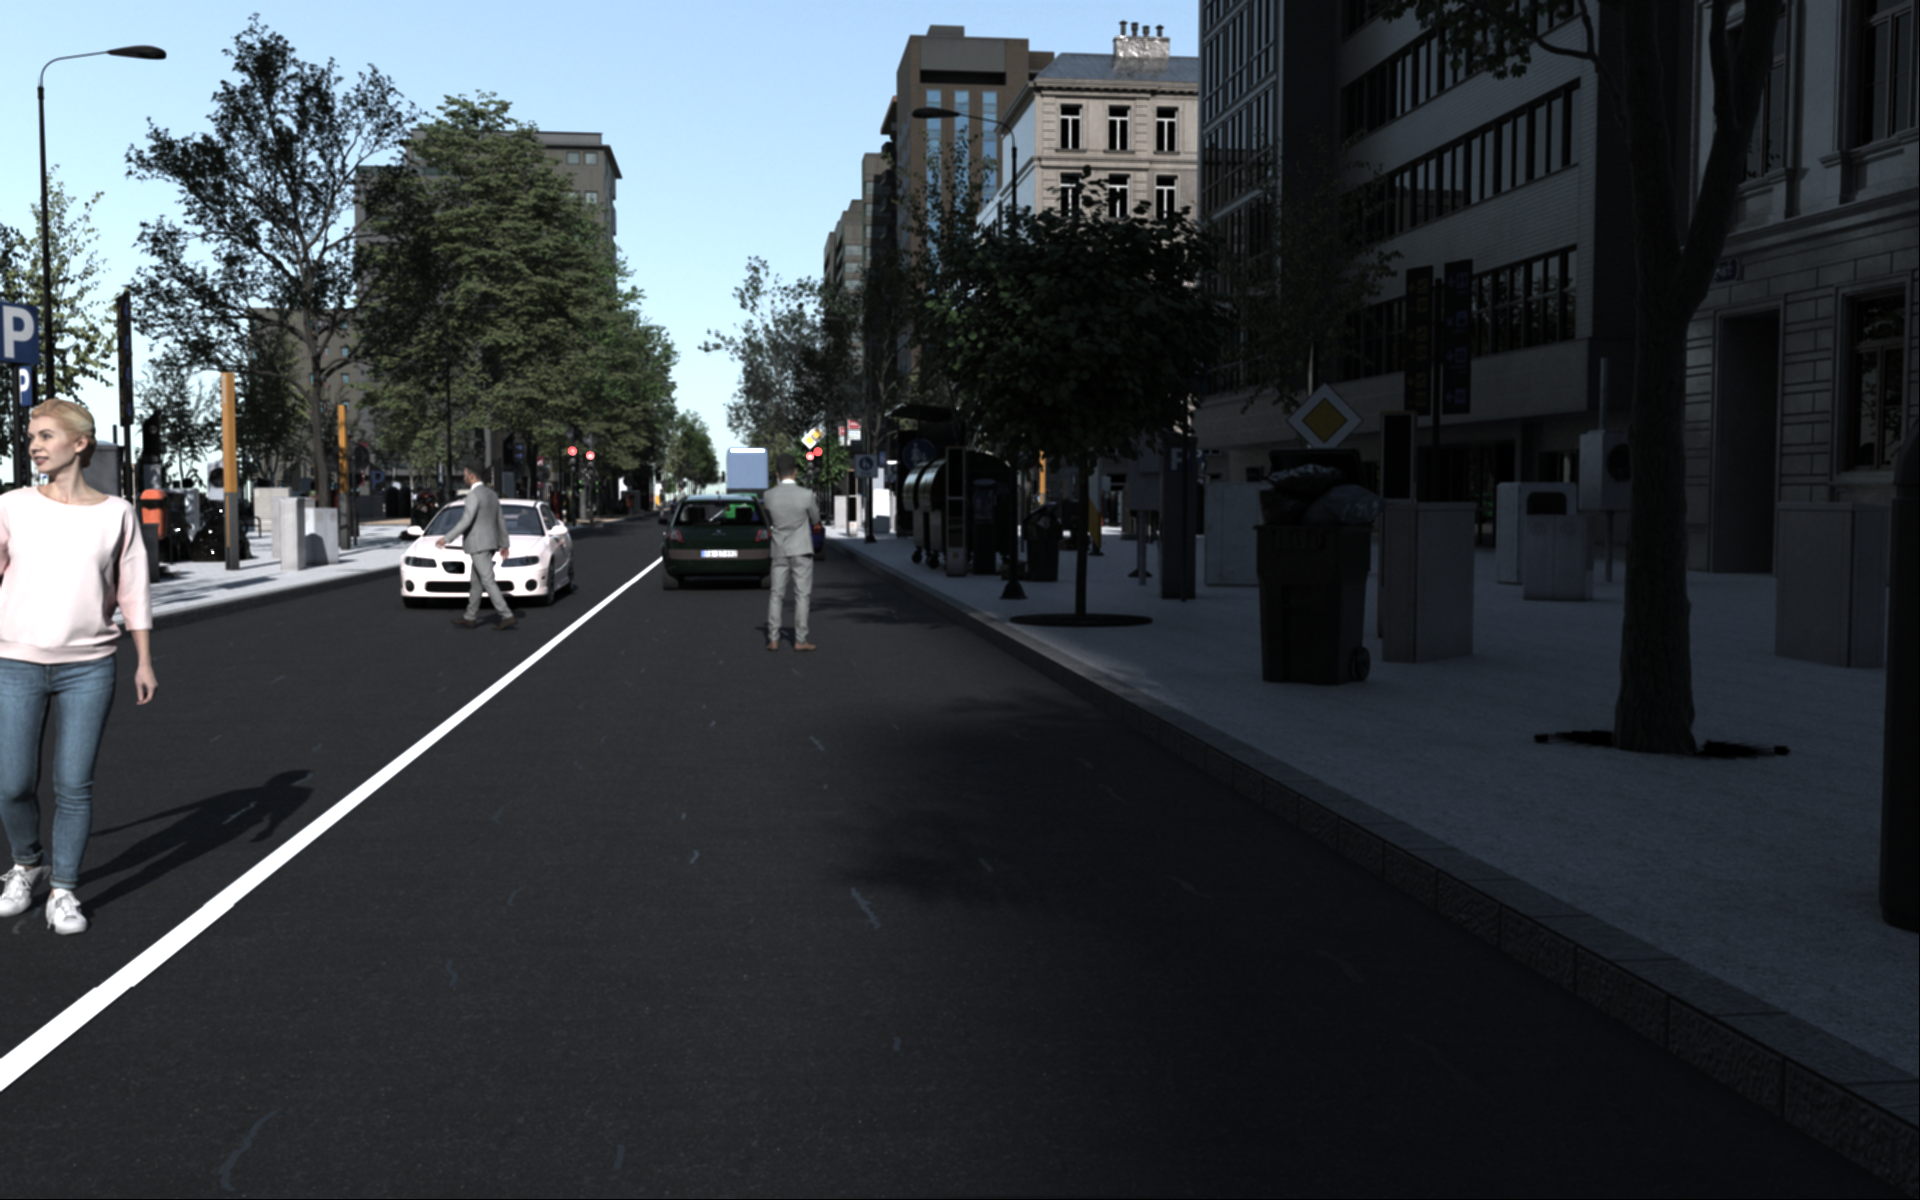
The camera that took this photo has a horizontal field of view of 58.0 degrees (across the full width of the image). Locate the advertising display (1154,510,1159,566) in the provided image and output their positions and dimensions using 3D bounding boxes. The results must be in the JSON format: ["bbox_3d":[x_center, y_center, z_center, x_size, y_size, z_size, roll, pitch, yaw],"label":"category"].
[{"bbox_3d":[3.580,-1.560,30.724,0.123,1.923,0.974,0,4,2],"label":"advertising display"}]

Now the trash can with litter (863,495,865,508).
[{"bbox_3d":[-8.076,-8.664,153.050,1.055,1.170,0.624,1,4,9],"label":"trash can with litter"}]

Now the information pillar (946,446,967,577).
[{"bbox_3d":[-0.052,-1.368,26.864,0.304,2.012,0.304,0,4,6],"label":"information pillar"}]

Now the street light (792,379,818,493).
[{"bbox_3d":[-5.873,-5.946,69.752,1.470,5.913,1.316,0,4,-7],"label":"street light"}]

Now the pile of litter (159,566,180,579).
[{"bbox_3d":[-12.733,-0.772,26.591,1.719,0.858,1.176,3,5,43],"label":"pile of litter"}]

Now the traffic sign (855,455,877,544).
[{"bbox_3d":[-2.406,-2.585,44.393,0.606,2.300,0.079,0,4,-6],"label":"traffic sign"}]

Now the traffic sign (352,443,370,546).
[{"bbox_3d":[-15.021,-2.620,42.948,0.768,2.556,0.104,0,4,-5],"label":"traffic sign"}]

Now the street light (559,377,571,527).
[{"bbox_3d":[-14.993,-5.798,67.341,1.470,5.913,1.316,0,4,-7],"label":"street light"}]

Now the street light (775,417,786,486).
[{"bbox_3d":[-10.163,-8.038,103.963,1.470,5.913,1.316,0,4,-7],"label":"street light"}]

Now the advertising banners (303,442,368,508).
[{"bbox_3d":[-20.928,-3.787,58.112,2.074,3.025,0.090,-2,4,-25],"label":"advertising banners"}]

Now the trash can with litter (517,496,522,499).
[{"bbox_3d":[-29.417,-6.314,114.620,1.055,1.170,0.624,3,5,40],"label":"trash can with litter"}]

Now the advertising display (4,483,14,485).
[{"bbox_3d":[-52.753,-5.584,96.504,0.974,1.923,0.123,0,4,6],"label":"advertising display"}]

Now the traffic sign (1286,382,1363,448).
[{"bbox_3d":[3.749,-1.021,17.885,0.795,2.450,0.064,0,4,1],"label":"traffic sign"}]

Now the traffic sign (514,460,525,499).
[{"bbox_3d":[-16.746,-3.981,65.200,0.768,2.556,0.104,0,4,0],"label":"traffic sign"}]

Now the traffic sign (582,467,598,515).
[{"bbox_3d":[-17.113,-4.894,80.125,0.768,2.556,0.104,0,4,-6],"label":"traffic sign"}]

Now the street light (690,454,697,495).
[{"bbox_3d":[-31.711,-14.000,201.448,1.470,5.913,1.316,0,4,-7],"label":"street light"}]

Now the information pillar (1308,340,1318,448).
[{"bbox_3d":[5.419,-2.158,26.645,0.183,3.616,0.504,0,4,4],"label":"information pillar"}]

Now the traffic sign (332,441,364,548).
[{"bbox_3d":[-14.646,-2.529,41.458,0.768,2.556,0.104,0,4,1],"label":"traffic sign"}]

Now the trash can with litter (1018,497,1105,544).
[{"bbox_3d":[2.530,-2.056,44.667,2.233,1.210,1.678,1,4,17],"label":"trash can with litter"}]

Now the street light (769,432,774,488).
[{"bbox_3d":[-13.161,-9.515,128.106,1.470,5.913,1.316,0,4,-7],"label":"street light"}]

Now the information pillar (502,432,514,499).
[{"bbox_3d":[-16.814,-4.472,64.478,0.183,3.616,0.504,3,4,38],"label":"information pillar"}]

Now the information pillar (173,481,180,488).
[{"bbox_3d":[-42.741,-5.507,94.525,0.304,2.012,0.304,0,4,-2],"label":"information pillar"}]

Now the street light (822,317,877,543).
[{"bbox_3d":[-2.905,-4.469,45.605,1.470,5.913,1.316,0,4,-7],"label":"street light"}]

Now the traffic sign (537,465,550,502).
[{"bbox_3d":[-18.357,-4.640,75.977,0.768,2.556,0.104,0,4,2],"label":"traffic sign"}]

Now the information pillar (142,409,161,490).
[{"bbox_3d":[-22.399,-3.468,48.061,0.504,3.616,0.183,0,4,7],"label":"information pillar"}]

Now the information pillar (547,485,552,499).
[{"bbox_3d":[-31.547,-7.866,133.093,0.304,2.012,0.304,-2,4,-35],"label":"information pillar"}]

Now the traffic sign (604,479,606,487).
[{"bbox_3d":[-27.693,-8.341,136.483,0.768,2.556,0.104,0,4,-6],"label":"traffic sign"}]

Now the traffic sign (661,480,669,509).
[{"bbox_3d":[-25.770,-9.244,151.250,0.768,2.556,0.104,0,4,1],"label":"traffic sign"}]

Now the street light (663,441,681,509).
[{"bbox_3d":[-25.548,-11.000,152.389,1.470,5.913,1.316,0,4,-7],"label":"street light"}]

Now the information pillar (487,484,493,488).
[{"bbox_3d":[-33.254,-7.225,122.624,0.304,2.012,0.304,1,4,22],"label":"information pillar"}]

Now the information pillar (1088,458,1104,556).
[{"bbox_3d":[2.806,-2.740,36.147,0.183,3.616,0.504,-2,4,-27],"label":"information pillar"}]

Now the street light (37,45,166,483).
[{"bbox_3d":[-8.924,-2.783,18.037,1.470,5.913,1.316,0,4,-7],"label":"street light"}]

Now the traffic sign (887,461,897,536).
[{"bbox_3d":[-1.940,-3.124,53.205,0.606,2.300,0.079,0,4,1],"label":"traffic sign"}]

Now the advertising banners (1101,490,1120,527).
[{"bbox_3d":[5.548,-4.420,68.452,0.090,3.025,2.074,-3,5,-40],"label":"advertising banners"}]

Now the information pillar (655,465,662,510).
[{"bbox_3d":[-23.945,-8.946,137.615,0.504,3.616,0.183,-1,4,-14],"label":"information pillar"}]

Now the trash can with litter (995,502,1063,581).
[{"bbox_3d":[0.997,-0.866,25.549,1.055,1.170,0.624,3,4,36],"label":"trash can with litter"}]

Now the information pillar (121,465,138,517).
[{"bbox_3d":[-20.823,-2.382,43.444,0.304,2.012,0.304,-1,4,-15],"label":"information pillar"}]

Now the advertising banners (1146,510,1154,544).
[{"bbox_3d":[4.909,-3.015,45.476,0.090,3.025,2.074,0,4,-1],"label":"advertising banners"}]

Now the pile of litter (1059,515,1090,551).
[{"bbox_3d":[2.477,-1.583,39.847,1.176,0.858,1.719,1,4,19],"label":"pile of litter"}]

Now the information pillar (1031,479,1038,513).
[{"bbox_3d":[3.710,-5.016,86.502,0.304,2.012,0.304,-1,4,-16],"label":"information pillar"}]

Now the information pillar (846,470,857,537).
[{"bbox_3d":[-3.275,-2.933,52.441,0.304,2.012,0.304,-1,4,-10],"label":"information pillar"}]

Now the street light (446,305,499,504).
[{"bbox_3d":[-12.034,-4.289,42.662,1.470,5.913,1.316,0,4,-7],"label":"street light"}]

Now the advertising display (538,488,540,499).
[{"bbox_3d":[-34.179,-8.213,139.503,0.974,1.923,0.123,2,4,34],"label":"advertising display"}]

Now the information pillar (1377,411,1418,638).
[{"bbox_3d":[3.904,-0.671,15.457,0.304,2.012,0.304,1,4,19],"label":"information pillar"}]

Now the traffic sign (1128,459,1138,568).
[{"bbox_3d":[2.944,-1.725,28.305,0.768,2.556,0.104,0,4,2],"label":"traffic sign"}]

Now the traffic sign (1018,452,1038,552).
[{"bbox_3d":[1.379,-2.328,38.171,0.768,2.556,0.104,0,4,-4],"label":"traffic sign"}]

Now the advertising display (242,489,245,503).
[{"bbox_3d":[-54.805,-7.776,132.345,0.123,1.923,0.974,-2,4,-29],"label":"advertising display"}]

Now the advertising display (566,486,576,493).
[{"bbox_3d":[-32.224,-8.463,143.580,0.123,1.923,0.974,3,5,43],"label":"advertising display"}]

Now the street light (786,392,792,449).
[{"bbox_3d":[-7.036,-6.503,78.858,1.470,5.913,1.316,0,4,-7],"label":"street light"}]

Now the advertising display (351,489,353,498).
[{"bbox_3d":[-47.470,-7.950,135.197,0.974,1.923,0.123,2,4,33],"label":"advertising display"}]

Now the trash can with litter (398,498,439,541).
[{"bbox_3d":[-14.990,-2.220,47.679,1.055,1.170,0.624,1,4,18],"label":"trash can with litter"}]

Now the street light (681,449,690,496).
[{"bbox_3d":[-28.643,-12.500,176.919,1.470,5.913,1.316,0,4,-7],"label":"street light"}]

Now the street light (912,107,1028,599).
[{"bbox_3d":[0.119,-2.965,21.017,1.470,5.913,1.316,0,4,-7],"label":"street light"}]

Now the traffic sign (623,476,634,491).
[{"bbox_3d":[-22.825,-7.291,119.310,0.768,2.556,0.104,0,4,-2],"label":"traffic sign"}]

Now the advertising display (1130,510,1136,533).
[{"bbox_3d":[5.489,-2.842,51.685,0.974,1.923,0.123,-2,4,-32],"label":"advertising display"}]

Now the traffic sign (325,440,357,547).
[{"bbox_3d":[-15.039,-2.565,41.935,0.884,2.594,0.081,0,4,-3],"label":"traffic sign"}]

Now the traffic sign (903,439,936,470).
[{"bbox_3d":[-0.929,-2.432,39.869,0.768,2.556,0.104,0,4,-1],"label":"traffic sign"}]

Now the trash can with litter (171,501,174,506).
[{"bbox_3d":[-19.999,-1.976,43.697,0.624,1.170,1.055,-2,4,-35],"label":"trash can with litter"}]
